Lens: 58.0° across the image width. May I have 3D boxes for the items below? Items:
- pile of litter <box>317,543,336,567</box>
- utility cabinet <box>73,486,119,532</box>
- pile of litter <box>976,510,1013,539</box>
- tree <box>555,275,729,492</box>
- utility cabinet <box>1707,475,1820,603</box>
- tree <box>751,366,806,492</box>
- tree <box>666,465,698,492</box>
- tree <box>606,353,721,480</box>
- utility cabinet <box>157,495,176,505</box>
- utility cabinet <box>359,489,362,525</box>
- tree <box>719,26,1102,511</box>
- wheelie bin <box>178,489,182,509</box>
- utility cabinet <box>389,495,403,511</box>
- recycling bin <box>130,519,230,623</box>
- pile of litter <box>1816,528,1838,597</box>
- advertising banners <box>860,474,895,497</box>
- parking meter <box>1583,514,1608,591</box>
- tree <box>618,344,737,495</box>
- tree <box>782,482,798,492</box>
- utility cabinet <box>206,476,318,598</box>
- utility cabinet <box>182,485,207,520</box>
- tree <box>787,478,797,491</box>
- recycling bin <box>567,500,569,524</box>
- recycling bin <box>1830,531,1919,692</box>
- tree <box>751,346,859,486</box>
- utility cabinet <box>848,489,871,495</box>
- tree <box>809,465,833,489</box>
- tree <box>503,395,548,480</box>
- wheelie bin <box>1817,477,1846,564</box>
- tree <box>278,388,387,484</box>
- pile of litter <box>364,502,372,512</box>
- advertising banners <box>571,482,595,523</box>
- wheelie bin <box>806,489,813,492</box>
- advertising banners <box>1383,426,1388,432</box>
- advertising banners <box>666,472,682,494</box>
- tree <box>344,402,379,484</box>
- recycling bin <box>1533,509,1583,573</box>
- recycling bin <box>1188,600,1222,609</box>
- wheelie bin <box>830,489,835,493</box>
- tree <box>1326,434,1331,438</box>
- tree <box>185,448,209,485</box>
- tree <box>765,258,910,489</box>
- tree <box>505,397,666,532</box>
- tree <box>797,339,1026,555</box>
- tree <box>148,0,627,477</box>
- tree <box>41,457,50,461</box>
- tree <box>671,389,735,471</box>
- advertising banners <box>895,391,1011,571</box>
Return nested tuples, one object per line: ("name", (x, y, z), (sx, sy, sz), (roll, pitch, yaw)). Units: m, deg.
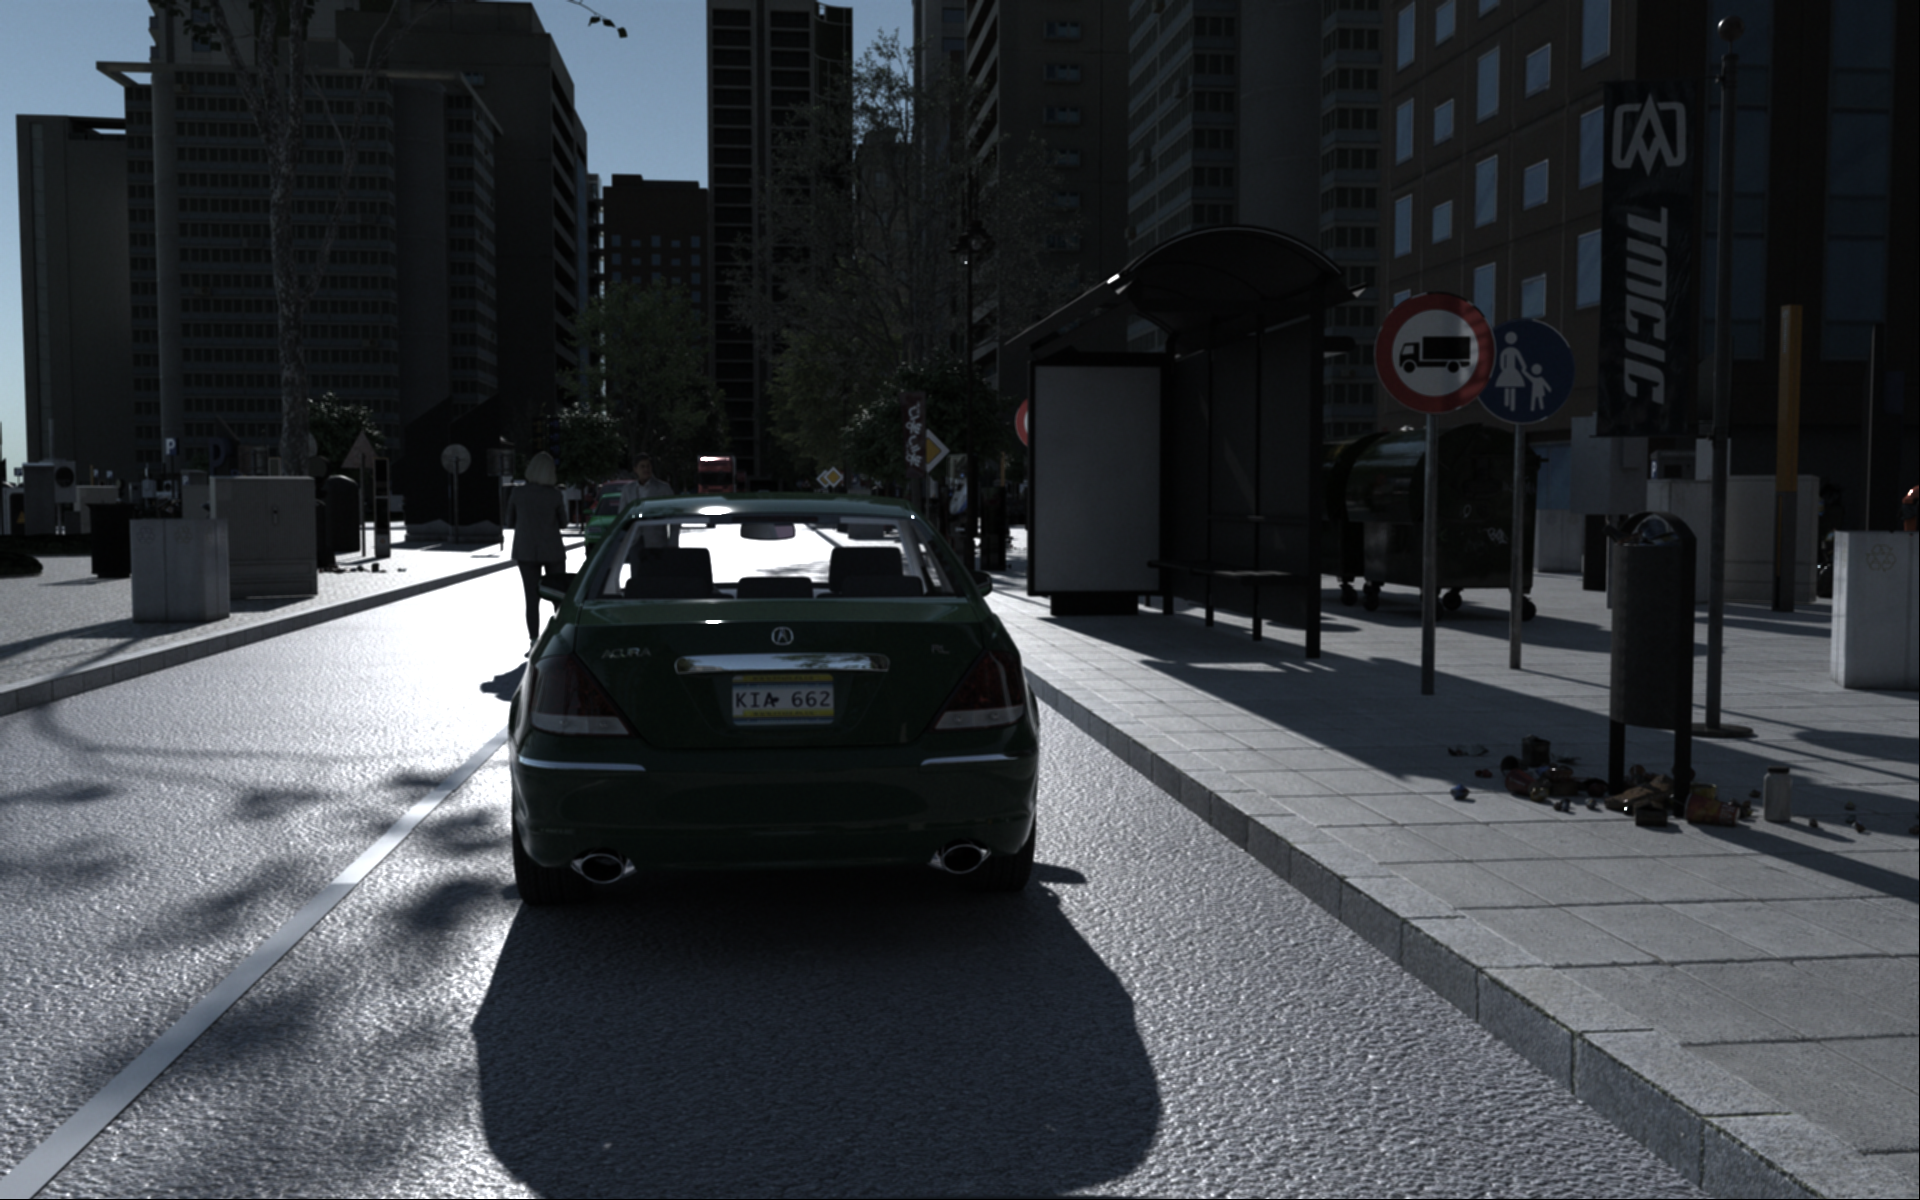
("pile of litter", (-11.636, -0.990, 30.155), (1.176, 0.858, 1.719), (3, 5, 44))
("utility cabinet", (-23.508, -2.355, 47.177), (0.318, 1.500, 1.173), (2, 4, 26))
("pile of litter", (0.993, -2.207, 50.046), (1.176, 0.858, 1.719), (1, 4, 10))
("tree", (-15.461, -9.616, 82.982), (9.928, 11.665, 9.643), (0, 3, 0))
("utility cabinet", (9.487, -0.723, 20.504), (1.173, 1.500, 0.318), (3, 5, 41))
("tree", (-14.670, -15.675, 162.935), (9.857, 13.997, 8.962), (0, 3, 0))
("tree", (-24.380, -10.338, 152.743), (4.285, 4.588, 4.351), (0, 3, 0))
("tree", (-18.628, -10.611, 107.906), (8.767, 10.594, 7.601), (1, 4, 11))
("utility cabinet", (-49.817, -5.968, 108.740), (1.020, 1.237, 0.306), (0, 4, 3))
("utility cabinet", (-24.894, -3.776, 70.411), (1.173, 1.500, 0.318), (-2, 4, -24))
("tree", (-1.195, -8.266, 45.514), (12.009, 13.543, 11.850), (0, 3, 0))
("wheelie bin", (-52.260, -6.641, 116.492), (0.980, 1.594, 0.693), (1, 4, 11))
("utility cabinet", (-33.493, -5.589, 102.548), (1.020, 1.237, 0.306), (-3, 5, -44))
("recycling bin", (-7.919, -0.309, 17.602), (0.722, 1.027, 0.722), (0, 4, -2))
("pile of litter", (11.277, -0.470, 21.654), (1.719, 0.858, 1.176), (-3, 5, -43))
("advertising banners", (-2.561, -3.909, 60.104), (2.074, 3.025, 0.090), (0, 4, 1))
("parking meter", (8.523, -0.899, 23.114), (0.372, 1.533, 0.369), (0, 3, 0))
("tree", (-21.681, -13.106, 131.294), (9.611, 12.733, 9.660), (0, 3, 0))
("tree", (-16.849, -13.891, 177.472), (4.360, 8.622, 3.978), (0, 3, 0))
("utility cabinet", (-8.566, -0.774, 21.326), (1.173, 1.500, 0.318), (-3, 4, -37))
("utility cabinet", (-18.837, -2.125, 43.417), (1.173, 1.500, 0.318), (-1, 4, -20))
("tree", (-14.112, -10.407, 153.874), (4.285, 4.588, 4.351), (0, 3, 0))
("recycling bin", (-17.010, -3.706, 73.154), (0.722, 1.027, 0.722), (2, 4, 24))
("recycling bin", (6.275, 0.060, 11.575), (0.722, 1.027, 0.722), (1, 4, 19))
("tree", (-10.816, -13.005, 129.641), (9.611, 12.733, 9.660), (0, 3, 0))
("utility cabinet", (-4.776, -4.438, 81.234), (1.173, 1.500, 0.318), (-2, 4, -34))
("tree", (-7.892, -6.376, 98.841), (1.663, 3.219, 1.824), (0, 3, 0))
("tree", (-32.420, -10.915, 128.822), (4.360, 8.622, 3.978), (0, 3, 0))
("wheelie bin", (15.960, -1.473, 31.992), (0.693, 1.594, 0.980), (1, 4, 17))
("tree", (-19.492, -4.282, 53.731), (4.285, 4.588, 4.351), (0, 3, 0))
("pile of litter", (-33.083, -5.072, 96.894), (1.176, 0.858, 1.719), (-3, 5, -44))
("advertising banners", (-16.819, -4.867, 75.770), (2.074, 3.025, 0.090), (-2, 4, -34))
("wheelie bin", (-10.230, -6.770, 118.599), (0.980, 1.594, 0.693), (-1, 4, -14))
("advertising banners", (10.971, -3.015, 45.487), (0.090, 3.025, 2.074), (0, 4, 2))
("advertising banners", (-22.657, -8.677, 138.050), (0.090, 3.025, 2.074), (3, 4, 38))
("tree", (-47.790, -11.428, 137.215), (4.737, 8.622, 4.395), (0, 3, 0))
("recycling bin", (9.796, -0.979, 28.563), (0.722, 1.027, 0.722), (0, 4, -1))
("recycling bin", (3.084, -0.440, 19.754), (0.722, 1.027, 0.722), (-2, 4, -27))
("wheelie bin", (-8.527, -6.411, 112.720), (0.980, 1.594, 0.693), (3, 5, 40))
("tree", (11.861, -3.739, 55.733), (1.663, 3.219, 1.824), (0, 3, 0))
("tree", (-53.357, -8.522, 123.051), (4.285, 4.588, 4.351), (0, 3, 0))
("tree", (-5.244, -10.082, 82.964), (7.486, 12.596, 7.792), (0, 3, 0))
("tree", (-12.965, -4.604, 58.982), (4.285, 4.588, 4.351), (0, 3, 0))
("tree", (-0.426, -3.242, 36.725), (4.285, 4.588, 4.351), (0, 3, 0))
("tree", (-9.653, -10.232, 23.180), (12.611, 20.169, 13.585), (0, 3, 0))
("tree", (-42.613, -5.318, 81.554), (1.663, 3.219, 1.824), (0, 3, 0))
("tree", (-25.239, -15.139, 165.644), (7.486, 12.596, 7.792), (0, 3, 0))
("advertising banners", (-0.106, -2.017, 29.165), (2.074, 3.025, 0.090), (2, 4, 25))
